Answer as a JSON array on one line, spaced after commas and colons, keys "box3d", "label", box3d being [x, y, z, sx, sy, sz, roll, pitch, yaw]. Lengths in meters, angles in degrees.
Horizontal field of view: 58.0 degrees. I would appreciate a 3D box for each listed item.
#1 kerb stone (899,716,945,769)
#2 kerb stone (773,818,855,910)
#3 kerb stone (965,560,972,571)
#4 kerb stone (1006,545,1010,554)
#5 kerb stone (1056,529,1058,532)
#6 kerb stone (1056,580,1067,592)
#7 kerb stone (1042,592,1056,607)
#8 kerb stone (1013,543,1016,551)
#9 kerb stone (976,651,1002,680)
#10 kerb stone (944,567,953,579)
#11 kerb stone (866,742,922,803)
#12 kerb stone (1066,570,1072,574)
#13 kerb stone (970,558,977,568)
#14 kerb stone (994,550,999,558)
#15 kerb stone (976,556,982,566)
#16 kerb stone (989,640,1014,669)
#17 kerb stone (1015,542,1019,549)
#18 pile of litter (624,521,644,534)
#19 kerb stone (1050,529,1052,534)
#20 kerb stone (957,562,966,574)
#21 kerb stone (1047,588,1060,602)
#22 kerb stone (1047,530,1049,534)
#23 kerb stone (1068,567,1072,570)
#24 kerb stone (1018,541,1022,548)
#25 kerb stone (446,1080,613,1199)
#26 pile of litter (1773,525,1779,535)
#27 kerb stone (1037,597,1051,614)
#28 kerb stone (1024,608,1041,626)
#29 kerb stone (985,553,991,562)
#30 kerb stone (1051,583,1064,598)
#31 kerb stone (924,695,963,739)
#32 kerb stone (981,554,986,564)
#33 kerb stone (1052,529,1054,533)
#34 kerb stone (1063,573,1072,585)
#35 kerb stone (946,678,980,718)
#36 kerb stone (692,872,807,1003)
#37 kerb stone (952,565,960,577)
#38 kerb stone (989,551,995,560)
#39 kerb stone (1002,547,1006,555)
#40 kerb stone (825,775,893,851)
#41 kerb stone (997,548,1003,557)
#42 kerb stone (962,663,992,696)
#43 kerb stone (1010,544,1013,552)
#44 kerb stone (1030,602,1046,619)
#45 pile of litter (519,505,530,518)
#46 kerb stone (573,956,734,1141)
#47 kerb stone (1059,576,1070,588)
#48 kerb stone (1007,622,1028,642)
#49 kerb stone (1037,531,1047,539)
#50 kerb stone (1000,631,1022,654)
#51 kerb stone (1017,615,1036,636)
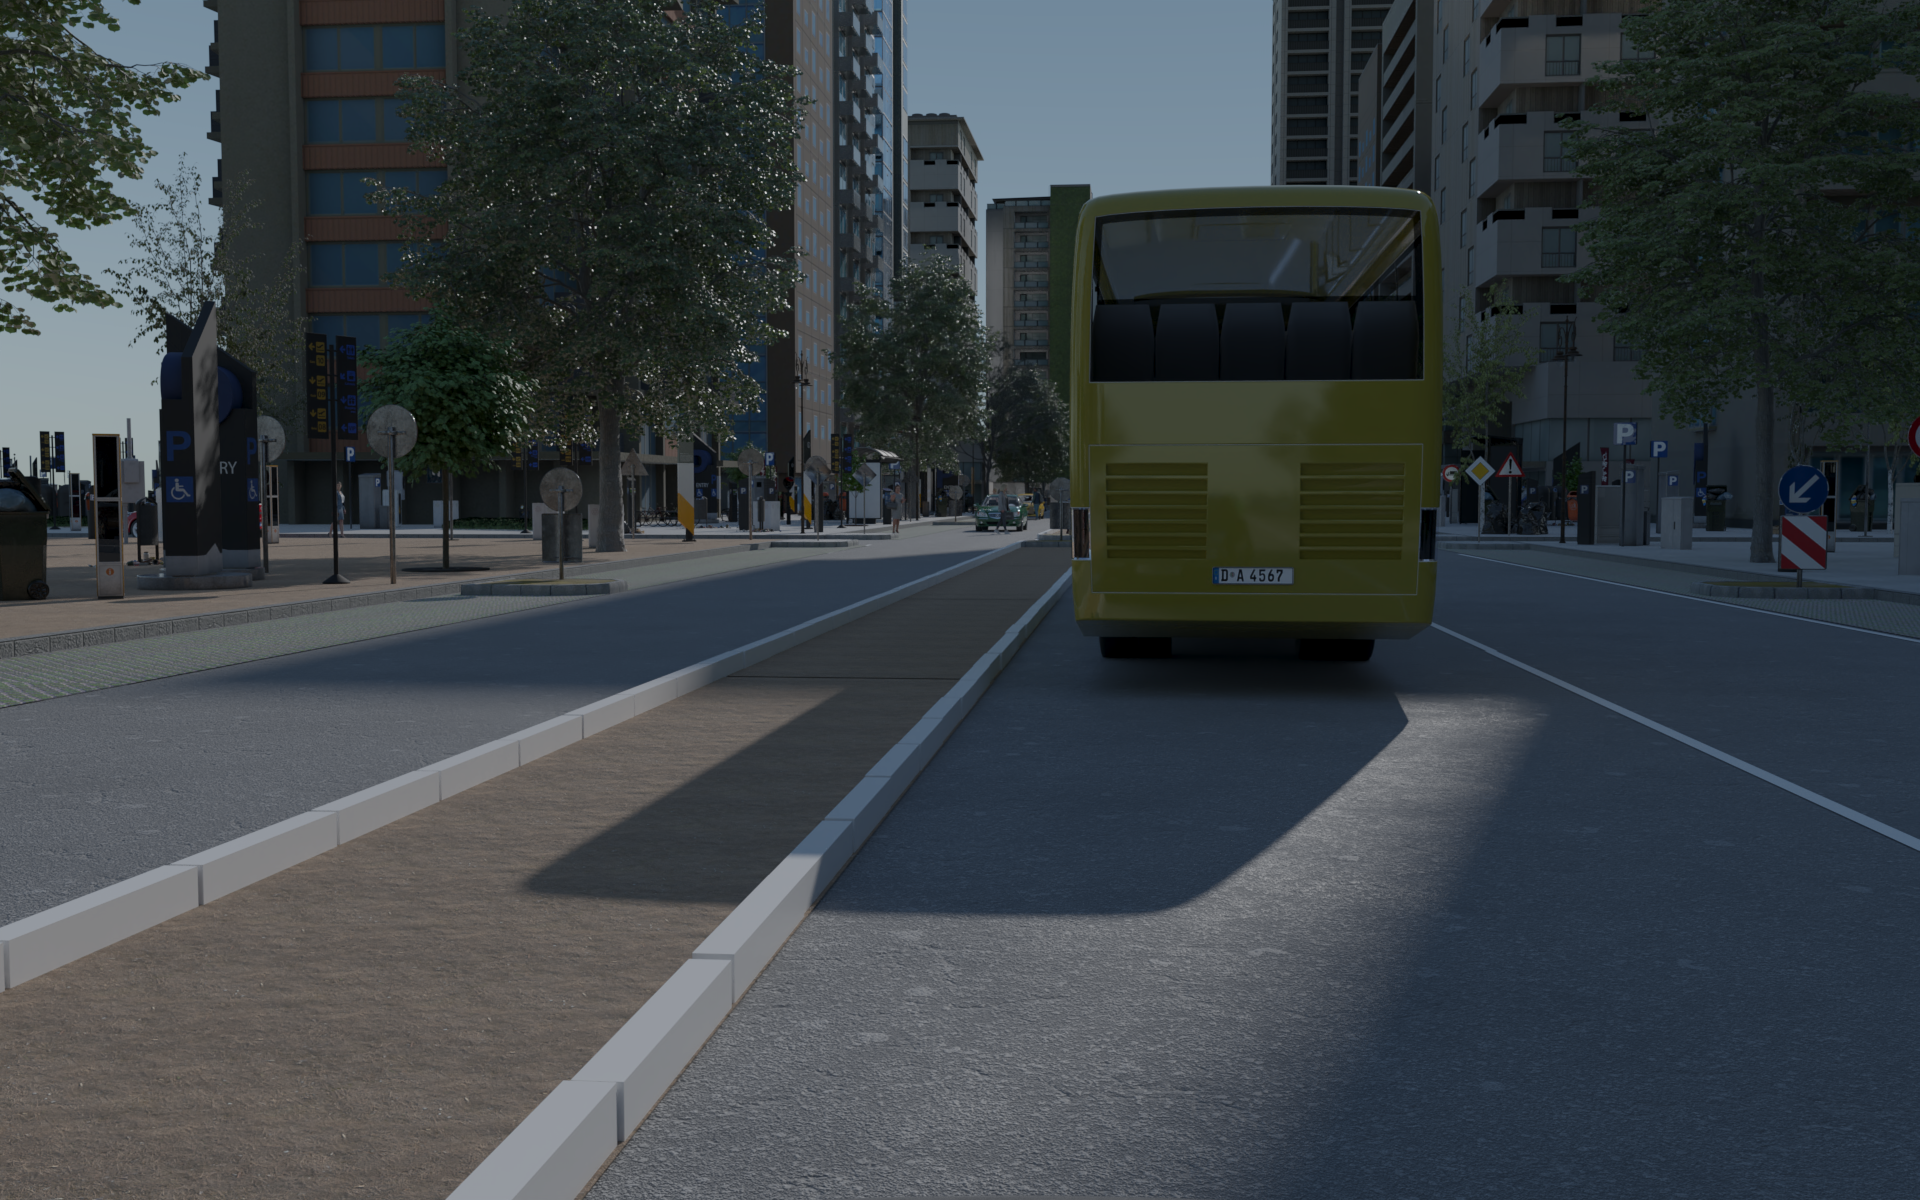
[{"box3d": [-0.209, 0.782, 9.404, 0.120, 0.150, 1.000, 0, 4, 6], "label": "kerb stone"}, {"box3d": [-0.537, 0.979, 6.355, 0.120, 0.150, 1.000, 0, 4, 6], "label": "kerb stone"}, {"box3d": [0.057, -0.599, 31.996, 0.120, 0.150, 1.000, 0, 4, 6], "label": "kerb stone"}, {"box3d": [1.025, -1.159, 41.163, 0.120, 0.150, 1.000, 0, 4, 6], "label": "kerb stone"}, {"box3d": [3.446, -2.560, 64.148, 0.120, 0.150, 1.000, 0, 4, 6], "label": "kerb stone"}, {"box3d": [1.402, -0.153, 24.719, 0.120, 0.150, 1.000, 0, 4, 6], "label": "kerb stone"}, {"box3d": [1.080, 0.035, 21.648, 0.120, 0.150, 1.000, 0, 4, 6], "label": "kerb stone"}, {"box3d": [1.245, -1.284, 43.196, 0.120, 0.150, 1.000, 0, 4, 6], "label": "kerb stone"}, {"box3d": [0.210, 0.537, 13.487, 0.120, 0.150, 1.000, 0, 4, 6], "label": "kerb stone"}, {"box3d": [-0.269, -0.411, 28.926, 0.120, 0.150, 1.000, 0, 4, 6], "label": "kerb stone"}, {"box3d": [-0.321, 0.845, 8.388, 0.120, 0.150, 1.000, 0, 4, 6], "label": "kerb stone"}, {"box3d": [1.728, -0.342, 27.780, 0.120, 0.150, 1.000, 0, 4, 6], "label": "kerb stone"}, {"box3d": [0.160, -0.662, 33.013, 0.120, 0.150, 1.000, 0, 4, 6], "label": "kerb stone"}, {"box3d": [0.696, -0.973, 38.108, 0.120, 0.150, 1.000, 0, 4, 6], "label": "kerb stone"}, {"box3d": [0.273, -0.724, 34.034, 0.120, 0.150, 1.000, 0, 4, 6], "label": "kerb stone"}, {"box3d": [0.330, 0.471, 14.502, 0.120, 0.150, 1.000, 0, 4, 6], "label": "kerb stone"}, {"box3d": [1.344, -1.347, 44.223, 0.120, 0.150, 1.000, 0, 4, 6], "label": "kerb stone"}, {"box3d": [-10.935, -2.588, 56.281, 1.176, 0.858, 1.719, -2, 4, -30], "label": "pile of litter"}, {"box3d": [3.021, -2.317, 60.071, 0.120, 0.150, 1.000, 0, 4, 6], "label": "kerb stone"}, {"box3d": [-0.048, -0.534, 30.967, 0.120, 0.150, 1.000, 0, 4, 6], "label": "kerb stone"}, {"box3d": [1.191, -0.026, 22.668, 0.120, 0.150, 1.000, 0, 4, 6], "label": "kerb stone"}, {"box3d": [2.805, -2.192, 58.029, 0.120, 0.150, 1.000, 0, 4, 6], "label": "kerb stone"}, {"box3d": [1.843, -0.404, 28.796, 0.120, 0.150, 1.000, 0, 4, 6], "label": "kerb stone"}, {"box3d": [1.457, -1.409, 45.239, 0.120, 0.150, 1.000, 0, 4, 6], "label": "kerb stone"}, {"box3d": [-0.860, 1.156, 3.290, 0.120, 0.150, 1.000, 0, 4, 6], "label": "kerb stone"}, {"box3d": [26.305, -2.527, 55.276, 1.719, 0.858, 1.176, -3, 5, -40], "label": "pile of litter"}, {"box3d": [0.970, 0.096, 20.621, 0.120, 0.150, 1.000, 0, 4, 6], "label": "kerb stone"}, {"box3d": [0.755, 0.221, 18.588, 0.120, 0.150, 1.000, 0, 4, 6], "label": "kerb stone"}, {"box3d": [0.485, -0.848, 36.068, 0.120, 0.150, 1.000, 0, 4, 6], "label": "kerb stone"}, {"box3d": [1.302, -0.091, 23.689, 0.120, 0.150, 1.000, 0, 4, 6], "label": "kerb stone"}, {"box3d": [-0.107, 0.719, 10.433, 0.120, 0.150, 1.000, 0, 4, 6], "label": "kerb stone"}, {"box3d": [0.380, -0.786, 35.052, 0.120, 0.150, 1.000, 0, 4, 6], "label": "kerb stone"}, {"box3d": [3.125, -2.378, 61.092, 0.120, 0.150, 1.000, 0, 4, 6], "label": "kerb stone"}, {"box3d": [1.621, -0.279, 26.757, 0.120, 0.150, 1.000, 0, 4, 6], "label": "kerb stone"}, {"box3d": [0.007, 0.659, 11.453, 0.120, 0.150, 1.000, 0, 4, 6], "label": "kerb stone"}, {"box3d": [-0.637, 1.032, 5.337, 0.120, 0.150, 1.000, 0, 4, 6], "label": "kerb stone"}, {"box3d": [-0.154, -0.474, 29.941, 0.120, 0.150, 1.000, 0, 4, 6], "label": "kerb stone"}, {"box3d": [0.597, -0.911, 37.091, 0.120, 0.150, 1.000, 0, 4, 6], "label": "kerb stone"}, {"box3d": [0.916, -1.098, 40.147, 0.120, 0.150, 1.000, 0, 4, 6], "label": "kerb stone"}, {"box3d": [-0.426, 0.911, 7.370, 0.120, 0.150, 1.000, 0, 4, 6], "label": "kerb stone"}, {"box3d": [0.808, -1.036, 39.131, 0.120, 0.150, 1.000, 0, 4, 6], "label": "kerb stone"}, {"box3d": [0.111, 0.597, 12.470, 0.120, 0.150, 1.000, 0, 4, 6], "label": "kerb stone"}, {"box3d": [1.135, -1.214, 42.180, 0.120, 0.150, 1.000, 0, 4, 6], "label": "kerb stone"}, {"box3d": [0.858, 0.158, 19.605, 0.120, 0.150, 1.000, 0, 4, 6], "label": "kerb stone"}, {"box3d": [-17.172, -3.379, 69.208, 1.176, 0.858, 1.719, -1, 4, -11], "label": "pile of litter"}, {"box3d": [-0.744, 1.101, 4.305, 0.120, 0.150, 1.000, 0, 4, 6], "label": "kerb stone"}, {"box3d": [1.512, -0.217, 25.741, 0.120, 0.150, 1.000, 0, 4, 6], "label": "kerb stone"}, {"box3d": [0.530, 0.345, 16.549, 0.120, 0.150, 1.000, 0, 4, 6], "label": "kerb stone"}, {"box3d": [2.695, -2.129, 57.012, 0.120, 0.150, 1.000, 0, 4, 6], "label": "kerb stone"}, {"box3d": [0.435, 0.412, 15.525, 0.120, 0.150, 1.000, 0, 4, 6], "label": "kerb stone"}, {"box3d": [0.649, 0.283, 17.564, 0.120, 0.150, 1.000, 0, 4, 6], "label": "kerb stone"}]
